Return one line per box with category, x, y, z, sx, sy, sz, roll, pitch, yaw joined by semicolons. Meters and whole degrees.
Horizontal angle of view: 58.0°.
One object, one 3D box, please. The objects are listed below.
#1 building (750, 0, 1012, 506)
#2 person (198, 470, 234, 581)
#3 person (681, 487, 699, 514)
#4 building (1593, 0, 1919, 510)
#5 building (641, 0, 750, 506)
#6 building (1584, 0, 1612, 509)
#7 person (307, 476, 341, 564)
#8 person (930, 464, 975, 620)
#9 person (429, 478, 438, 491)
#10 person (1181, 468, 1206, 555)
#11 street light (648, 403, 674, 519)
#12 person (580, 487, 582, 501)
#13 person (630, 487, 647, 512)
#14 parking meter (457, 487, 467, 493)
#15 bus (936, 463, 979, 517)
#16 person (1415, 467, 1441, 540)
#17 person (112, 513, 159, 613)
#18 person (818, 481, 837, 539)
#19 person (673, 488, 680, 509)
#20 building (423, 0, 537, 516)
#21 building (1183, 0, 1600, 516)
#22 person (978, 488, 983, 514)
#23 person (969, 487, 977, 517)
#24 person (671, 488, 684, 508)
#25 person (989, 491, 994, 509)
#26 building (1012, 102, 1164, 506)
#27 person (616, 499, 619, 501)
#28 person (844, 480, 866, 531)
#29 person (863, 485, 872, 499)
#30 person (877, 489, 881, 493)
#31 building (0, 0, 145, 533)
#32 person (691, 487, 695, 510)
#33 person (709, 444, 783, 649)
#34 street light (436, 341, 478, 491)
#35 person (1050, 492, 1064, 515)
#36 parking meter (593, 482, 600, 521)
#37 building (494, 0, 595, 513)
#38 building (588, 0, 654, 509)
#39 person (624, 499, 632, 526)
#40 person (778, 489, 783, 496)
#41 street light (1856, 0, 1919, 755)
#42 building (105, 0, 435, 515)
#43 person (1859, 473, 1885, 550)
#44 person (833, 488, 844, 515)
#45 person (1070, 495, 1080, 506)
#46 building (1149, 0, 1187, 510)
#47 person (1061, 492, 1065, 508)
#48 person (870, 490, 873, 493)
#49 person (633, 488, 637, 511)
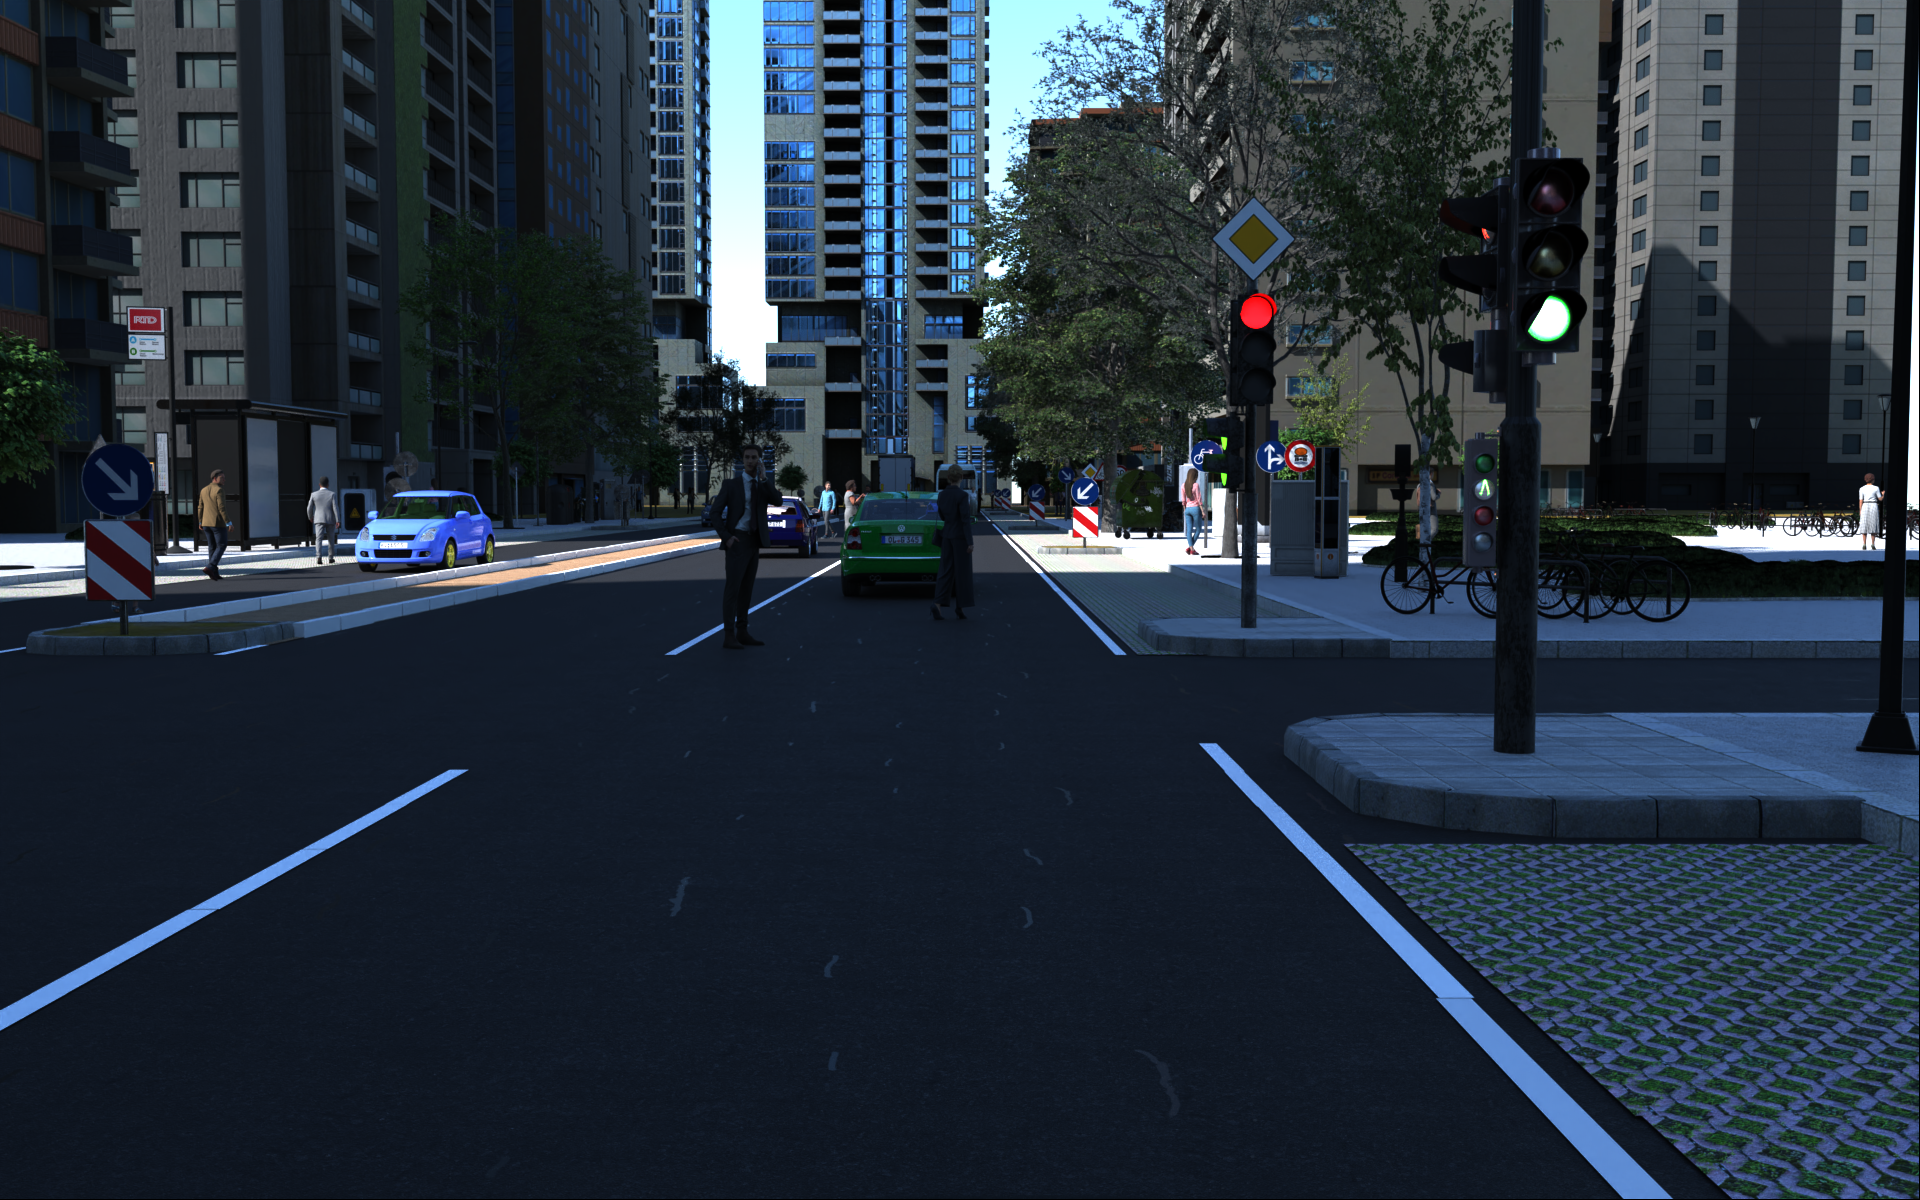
building;-9.814;-54.003;195.615;31.000;86.520;22.319;0;3;0
person;-12.368;-1.246;28.785;0.656;1.842;0.836;0;4;-3
person;-17.544;-6.458;112.354;1.217;1.735;0.721;-1;4;-21
building;64.407;-43.211;144.750;20.611;71.187;20.563;0;3;0
building;-41.335;-54.034;196.120;31.000;86.520;22.319;0;3;0
building;45.909;-30.521;149.131;14.200;45.320;14.600;0;3;0
person;-12.974;-1.624;35.332;0.678;1.792;0.850;-1;4;-11
person;-0.062;-0.664;19.782;0.576;1.772;0.534;1;4;22
person;-17.784;-3.209;58.520;0.388;1.821;0.555;1;4;16
person;4.912;-1.853;36.346;0.555;1.821;0.388;2;4;35
street light;-15.210;-7.067;88.092;1.470;5.913;1.316;0;3;0
person;-25.130;-6.667;115.490;0.683;1.767;0.568;2;4;24
person;-23.166;-7.276;124.994;1.348;1.826;0.705;1;4;14
parking meter;-18.846;-3.495;65.561;0.372;1.533;0.369;0;3;0
bus;-0.176;-7.228;113.043;2.948;3.499;13.247;0;4;0
person;9.510;-1.789;35.258;0.822;1.834;0.622;-2;4;-32
person;-9.992;-0.456;20.978;0.382;1.210;0.505;3;5;41
person;-4.212;-2.911;55.957;0.748;1.841;0.638;-3;5;-40
person;-24.333;-8.705;148.393;0.705;1.821;1.348;-2;4;-28
building;-36.734;-40.595;101.980;20.563;71.187;20.611;0;3;0
building;26.364;-29.752;110.141;21.300;48.544;21.600;0;3;0
person;1.461;-7.313;127.694;0.705;1.869;1.348;1;4;13
person;0.646;-4.899;88.832;0.478;1.798;0.641;0;4;-1
person;-26.460;-9.558;162.414;1.348;1.812;0.705;-2;4;-33
person;2.756;-8.767;152.635;0.742;1.727;0.445;3;5;43
building;20.438;-33.134;196.367;28.867;44.769;22.147;0;3;0
person;-25.344;-7.515;128.783;0.599;1.838;0.709;-1;4;-23
person;-2.584;-2.087;42.986;0.532;1.782;0.716;-1;4;-18
person;-3.783;-3.890;72.091;0.713;1.824;0.794;-2;4;-25
person;-4.958;-6.067;108.480;0.721;1.735;1.217;-1;4;-17
building;-39.072;-24.245;51.025;22.147;44.769;28.867;0;3;0
person;-21.795;-8.286;141.539;0.705;1.822;1.348;0;4;-4
person;-1.992;-0.516;16.297;0.474;1.900;0.648;3;5;42
street light;-15.312;-4.902;52.689;1.470;5.913;1.316;0;3;0
person;5.803;-5.969;104.168;0.617;1.759;0.750;3;5;45
parking meter;-18.978;-5.194;90.629;0.255;1.863;0.399;-1;4;-11
building;-34.016;-28.748;120.137;14.600;45.320;14.200;0;3;0
building;-40.594;-33.790;141.705;27.495;52.752;28.713;0;3;0
person;-13.867;-3.626;72.064;0.475;1.303;0.640;0;4;-8
person;-15.613;-8.760;149.791;0.617;1.759;0.750;0;4;-7
street light;4.118;-2.200;8.514;1.470;5.913;1.316;0;3;0
building;-33.851;-24.278;80.543;14.154;41.232;14.086;0;3;0
person;20.977;-2.033;39.856;0.480;1.755;0.524;3;5;39
person;-8.362;-6.620;116.747;1.348;1.823;0.705;2;4;26
person;8.213;-7.082;122.774;0.756;1.711;0.436;1;4;22
building;26.206;-43.216;144.835;20.563;71.187;20.611;0;3;0
person;9.577;-9.368;160.154;0.756;1.711;0.436;0;4;3
person;-7.202;-7.927;138.820;0.721;1.735;1.217;-3;4;-39
person;-24.936;-7.767;133.742;0.721;1.735;1.217;-3;5;-40
